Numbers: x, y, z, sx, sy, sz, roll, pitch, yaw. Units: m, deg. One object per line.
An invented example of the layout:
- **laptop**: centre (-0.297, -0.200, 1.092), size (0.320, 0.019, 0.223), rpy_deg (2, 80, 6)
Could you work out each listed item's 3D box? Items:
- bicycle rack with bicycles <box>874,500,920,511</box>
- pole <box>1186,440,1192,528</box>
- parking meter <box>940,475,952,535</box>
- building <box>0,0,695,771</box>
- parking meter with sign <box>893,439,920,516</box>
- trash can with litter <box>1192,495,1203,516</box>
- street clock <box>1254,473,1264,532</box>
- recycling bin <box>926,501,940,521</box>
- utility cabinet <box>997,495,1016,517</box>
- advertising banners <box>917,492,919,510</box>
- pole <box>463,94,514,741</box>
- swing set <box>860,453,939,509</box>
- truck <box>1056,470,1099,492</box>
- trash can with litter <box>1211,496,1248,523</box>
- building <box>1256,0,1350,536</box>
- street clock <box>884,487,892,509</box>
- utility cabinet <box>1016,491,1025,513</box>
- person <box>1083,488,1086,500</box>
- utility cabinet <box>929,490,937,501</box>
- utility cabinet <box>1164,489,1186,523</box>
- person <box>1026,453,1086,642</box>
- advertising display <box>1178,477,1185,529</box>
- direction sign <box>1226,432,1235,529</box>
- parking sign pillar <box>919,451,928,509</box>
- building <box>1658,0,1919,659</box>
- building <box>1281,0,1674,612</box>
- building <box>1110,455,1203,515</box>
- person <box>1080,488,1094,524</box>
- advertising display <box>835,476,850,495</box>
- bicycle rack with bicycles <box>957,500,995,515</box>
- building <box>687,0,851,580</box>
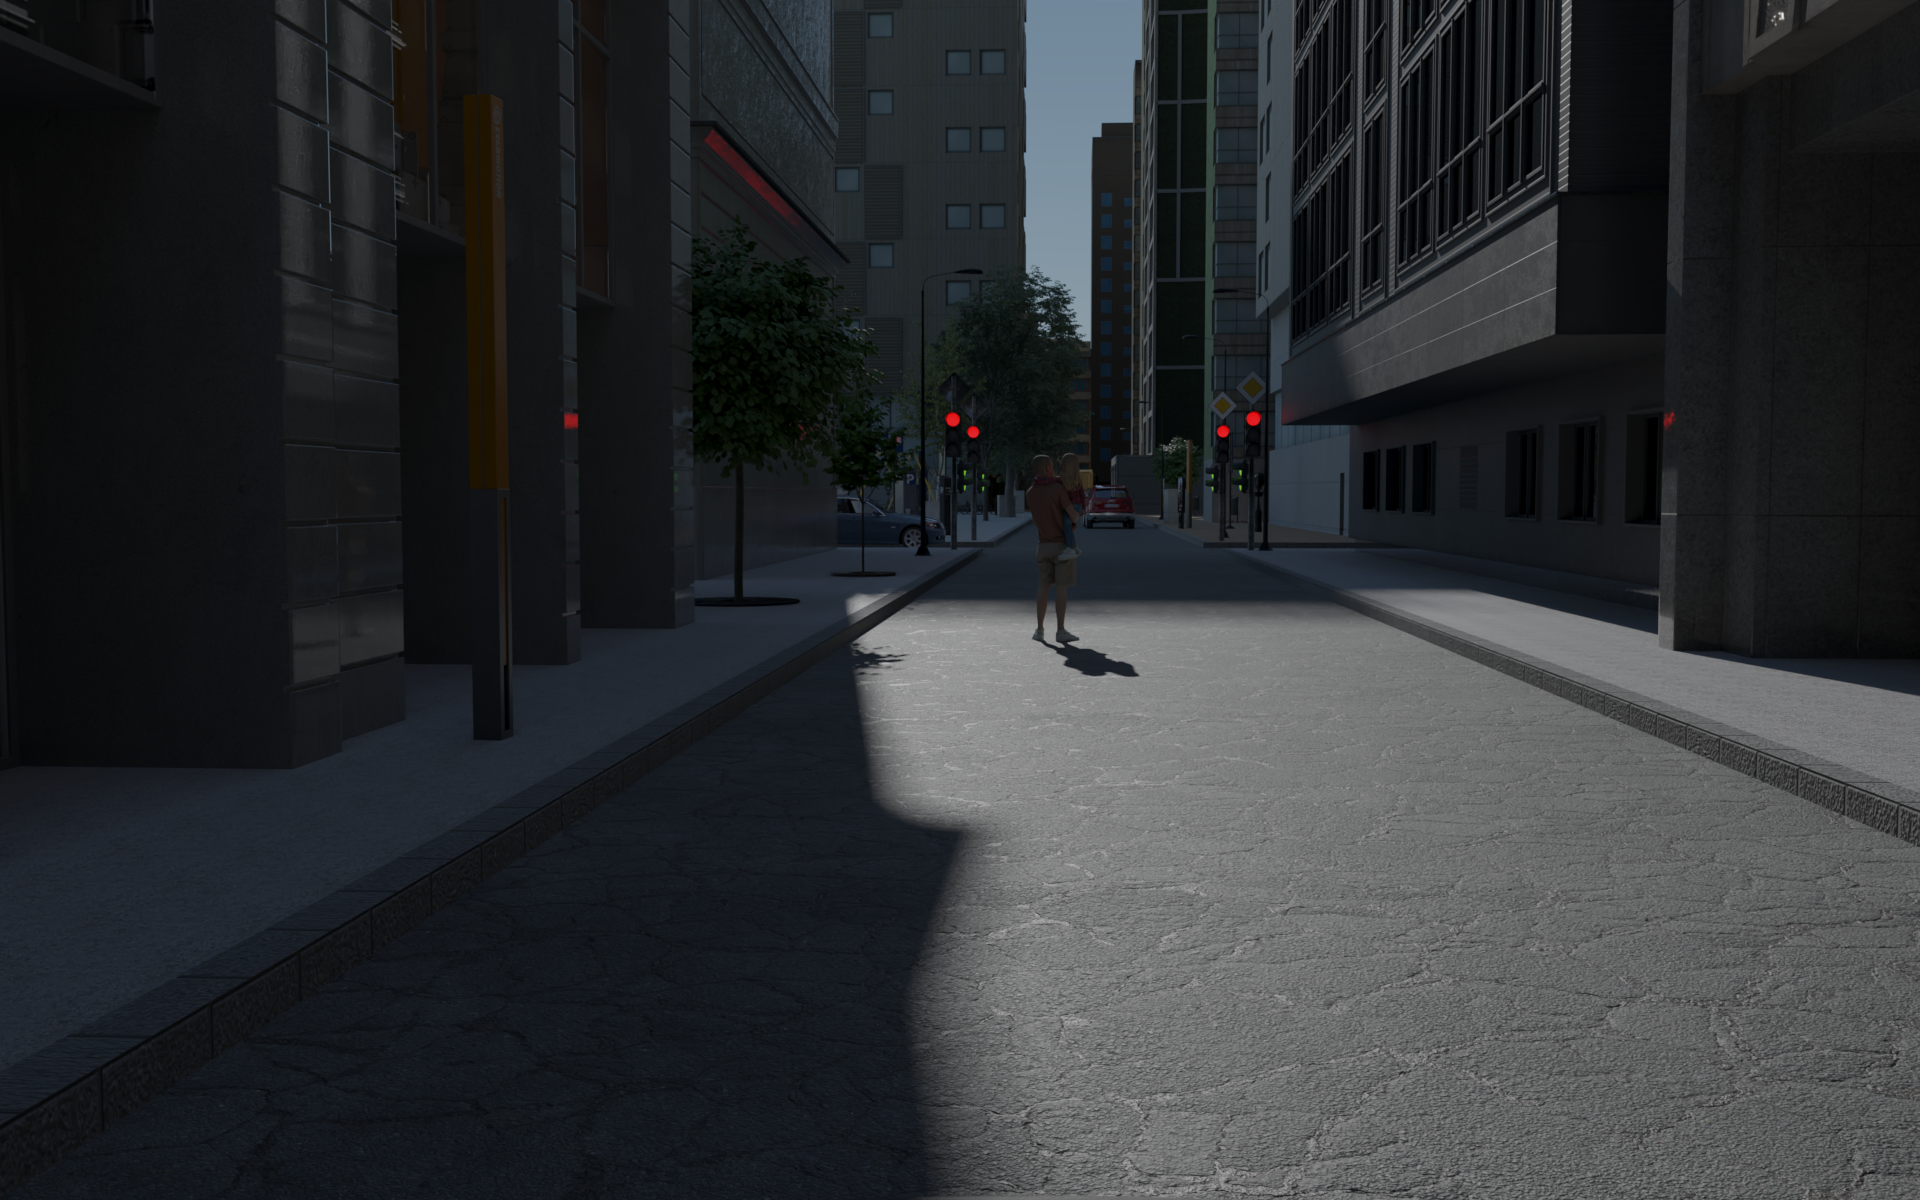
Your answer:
- **bicycle rack with bicycles**: centre (-3.573, -5.387, 101.462), size (2.852, 0.926, 2.925), rpy_deg (-3, 4, -37)
- **pole**: centre (8.639, -4.367, 65.239), size (0.158, 3.312, 0.155), rpy_deg (0, 3, 0)
- **parking meter**: centre (-0.445, -2.937, 53.724), size (0.255, 1.863, 0.399), rpy_deg (-2, 4, -28)
- **building**: centre (-8.991, -13.738, 2.105), size (11.434, 29.767, 29.804), rpy_deg (0, 4, 4)
- **parking meter with sign**: centre (-1.570, -3.259, 49.539), size (0.543, 3.016, 1.738), rpy_deg (-2, 4, -24)
- **trash can with litter**: centre (14.031, -5.503, 101.029), size (2.233, 1.210, 1.678), rpy_deg (2, 4, 30)
- **street clock**: centre (10.054, -3.287, 58.316), size (0.358, 2.002, 0.471), rpy_deg (-1, 4, -16)
- **recycling bin**: centre (-0.965, -2.929, 60.439), size (0.722, 1.027, 0.722), rpy_deg (1, 4, 8)
- **utility cabinet**: centre (2.593, -5.208, 96.306), size (1.020, 1.237, 0.306), rpy_deg (-2, 4, -25)
- **advertising banners**: centre (-3.129, -7.309, 115.686), size (2.074, 3.025, 0.090), rpy_deg (3, 5, 43)
- **pole**: centre (-2.450, -0.927, 8.996), size (0.158, 3.312, 0.155), rpy_deg (0, 3, 0)
- **swing set**: centre (-2.452, -4.183, 66.015), size (2.862, 2.851, 3.119), rpy_deg (2, 4, 24)
- **truck**: centre (9.263, -8.674, 137.744), size (3.469, 3.379, 9.791), rpy_deg (0, 4, 5)
- **trash can with litter**: centre (12.247, -3.993, 76.335), size (1.678, 1.210, 2.233), rpy_deg (-2, 4, -32)
- **building**: centre (24.455, -28.638, 57.469), size (27.495, 52.752, 28.713), rpy_deg (0, 4, 4)
- **street clock**: centre (-5.017, -7.118, 120.956), size (0.471, 2.002, 0.358), rpy_deg (1, 4, 19)
- **utility cabinet**: centre (3.692, -6.505, 115.027), size (1.173, 1.500, 0.318), rpy_deg (0, 4, 7)
- **person**: centre (8.796, -6.982, 122.538), size (0.514, 1.842, 0.818), rpy_deg (-1, 4, -13)
- **utility cabinet**: centre (-1.154, -5.469, 98.093), size (1.173, 1.500, 0.318), rpy_deg (-1, 4, -9)
- **utility cabinet**: centre (9.417, -4.114, 75.941), size (1.173, 1.500, 0.318), rpy_deg (-3, 5, -42)
- **person**: centre (0.958, -0.518, 16.947), size (0.580, 1.828, 0.573), rpy_deg (-1, 4, -9)
- **advertising display**: centre (8.202, -3.605, 64.159), size (0.123, 1.923, 0.974), rpy_deg (0, 4, -2)
- **direction sign**: centre (9.990, -4.402, 63.965), size (0.379, 3.537, 0.876), rpy_deg (0, 3, 0)
- **parking sign pillar**: centre (-2.312, -7.337, 108.433), size (1.447, 3.967, 1.447), rpy_deg (0, 4, 5)
- **building**: centre (11.197, -11.344, 3.491), size (12.078, 24.808, 19.932), rpy_deg (0, 4, 4)
- **building**: centre (13.454, -14.225, 26.091), size (14.314, 27.812, 24.014), rpy_deg (0, 4, 4)
- **building**: centre (20.262, -41.097, 110.186), size (20.563, 71.187, 20.611), rpy_deg (0, 4, 4)
- **person**: centre (6.045, -4.437, 81.803), size (0.760, 1.731, 0.466), rpy_deg (-3, 4, -38)
- **advertising display**: centre (-3.532, -2.611, 47.905), size (0.974, 1.923, 0.123), rpy_deg (0, 4, 5)
- **bicycle rack with bicycles**: centre (0.764, -5.728, 107.029), size (2.925, 0.926, 2.852), rpy_deg (1, 4, 12)
- **building**: centre (-17.529, -12.227, 33.196), size (30.059, 22.955, 16.112), rpy_deg (0, 4, 4)
